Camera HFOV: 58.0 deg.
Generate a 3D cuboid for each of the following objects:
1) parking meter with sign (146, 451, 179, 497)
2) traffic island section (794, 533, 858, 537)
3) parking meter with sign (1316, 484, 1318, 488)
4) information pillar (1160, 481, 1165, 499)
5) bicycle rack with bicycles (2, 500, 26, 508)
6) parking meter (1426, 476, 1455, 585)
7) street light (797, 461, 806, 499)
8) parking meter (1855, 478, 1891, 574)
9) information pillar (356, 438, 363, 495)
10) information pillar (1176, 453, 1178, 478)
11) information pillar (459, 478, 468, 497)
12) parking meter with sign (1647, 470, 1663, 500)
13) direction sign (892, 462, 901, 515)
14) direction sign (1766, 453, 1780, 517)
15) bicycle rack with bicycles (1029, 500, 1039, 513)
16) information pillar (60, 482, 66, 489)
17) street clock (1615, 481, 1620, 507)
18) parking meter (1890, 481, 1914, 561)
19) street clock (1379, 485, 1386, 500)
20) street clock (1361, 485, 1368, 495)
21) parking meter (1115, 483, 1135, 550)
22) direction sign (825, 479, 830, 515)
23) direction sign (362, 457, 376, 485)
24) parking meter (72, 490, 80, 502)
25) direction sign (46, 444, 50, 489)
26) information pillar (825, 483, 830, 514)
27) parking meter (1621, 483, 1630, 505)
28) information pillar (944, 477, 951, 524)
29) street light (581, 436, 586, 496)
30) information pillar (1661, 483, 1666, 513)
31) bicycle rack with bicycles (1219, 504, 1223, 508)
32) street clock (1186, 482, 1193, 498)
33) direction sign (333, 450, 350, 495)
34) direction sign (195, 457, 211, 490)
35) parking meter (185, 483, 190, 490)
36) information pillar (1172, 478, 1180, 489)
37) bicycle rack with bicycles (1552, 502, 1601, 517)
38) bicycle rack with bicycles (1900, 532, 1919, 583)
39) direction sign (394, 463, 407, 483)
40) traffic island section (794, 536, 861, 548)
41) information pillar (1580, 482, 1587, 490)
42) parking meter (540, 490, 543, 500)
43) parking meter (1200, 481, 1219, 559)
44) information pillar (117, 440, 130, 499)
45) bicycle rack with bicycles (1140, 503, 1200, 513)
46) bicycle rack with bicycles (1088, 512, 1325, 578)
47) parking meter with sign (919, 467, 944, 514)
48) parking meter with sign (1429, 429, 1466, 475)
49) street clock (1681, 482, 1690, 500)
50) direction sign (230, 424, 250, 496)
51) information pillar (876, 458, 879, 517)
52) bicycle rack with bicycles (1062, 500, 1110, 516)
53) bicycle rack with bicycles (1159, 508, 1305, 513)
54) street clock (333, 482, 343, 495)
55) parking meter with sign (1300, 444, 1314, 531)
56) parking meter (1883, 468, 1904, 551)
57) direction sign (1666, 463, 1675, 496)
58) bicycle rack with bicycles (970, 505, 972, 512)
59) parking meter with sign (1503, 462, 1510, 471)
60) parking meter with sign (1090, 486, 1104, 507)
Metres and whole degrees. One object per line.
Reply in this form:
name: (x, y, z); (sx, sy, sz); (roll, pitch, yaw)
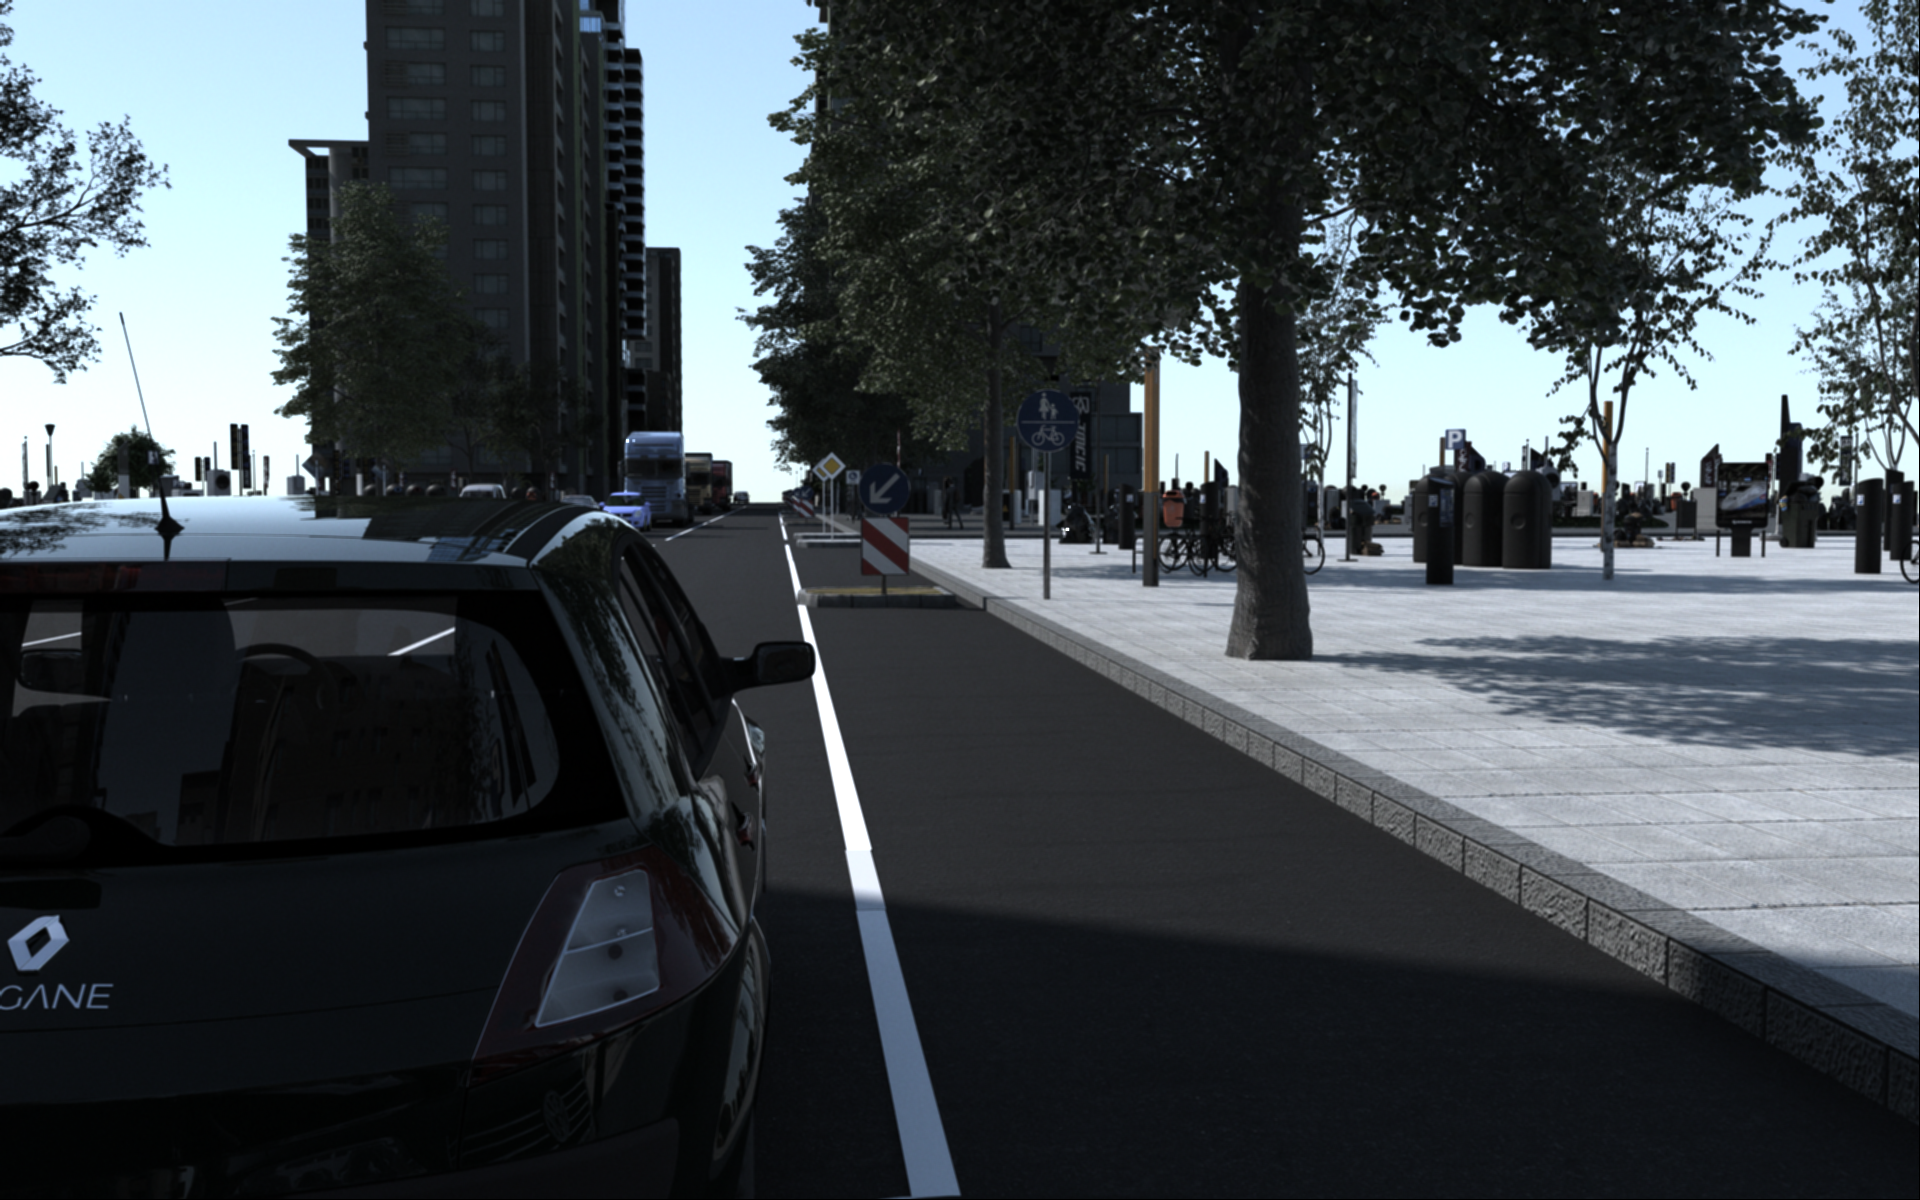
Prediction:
parking meter with sign: (-31.683, -4.472, 69.377); (1.738, 3.016, 0.543); (1, 4, 21)
traffic island section: (-4.315, -2.034, 55.538); (2.009, 0.180, 2.903); (0, 4, -6)
parking meter with sign: (26.827, -8.217, 130.605); (1.738, 3.016, 0.543); (-1, 4, -10)
information pillar: (11.799, -5.903, 101.008); (0.304, 2.012, 0.304); (0, 4, 3)
bicycle rack with bicycles: (-54.490, -5.218, 98.691); (2.852, 0.926, 2.925); (-2, 4, -23)
parking meter: (6.834, -0.992, 24.633); (0.372, 1.533, 0.369); (0, 3, 0)
street light: (-22.529, -16.690, 245.665); (0.468, 5.910, 1.993); (0, 4, -6)
parking meter: (14.676, -1.195, 27.956); (0.372, 1.533, 0.369); (0, 3, 0)
information pillar: (-24.679, -4.884, 71.215); (0.183, 3.616, 0.504); (-3, 5, -39)
information pillar: (12.417, -6.595, 99.187); (0.183, 3.616, 0.504); (1, 4, 11)
information pillar: (-22.406, -4.508, 78.198); (0.304, 2.012, 0.304); (-3, 5, -43)
parking meter with sign: (50.731, -8.029, 127.533); (1.738, 3.016, 0.543); (3, 5, 45)
direction sign: (-4.182, -7.650, 117.077); (0.876, 3.537, 0.379); (1, 4, 12)
direction sign: (45.030, -6.355, 95.893); (0.876, 3.537, 0.379); (0, 4, 8)
bicycle rack with bicycles: (5.542, -6.456, 118.933); (2.925, 0.926, 2.852); (-3, 5, -45)
information pillar: (-55.265, -6.255, 106.756); (0.304, 2.012, 0.304); (-2, 4, -30)
street clock: (35.483, -5.463, 93.882); (0.471, 2.002, 0.358); (-2, 4, -26)
parking meter: (18.246, -1.537, 33.545); (0.372, 1.533, 0.369); (0, 3, 0)
street clock: (32.526, -7.872, 133.284); (0.471, 2.002, 0.358); (-1, 4, -11)
street clock: (31.580, -7.991, 135.227); (0.471, 2.002, 0.358); (-2, 4, -29)
parking meter: (3.861, -1.936, 40.060); (0.372, 1.533, 0.369); (0, 3, 0)
direction sign: (-8.123, -6.959, 105.773); (0.379, 3.537, 0.876); (-1, 4, -14)
direction sign: (-35.817, -6.920, 105.146); (0.876, 3.537, 0.379); (-1, 4, -12)
parking meter: (-50.698, -5.562, 99.356); (0.372, 1.533, 0.369); (0, 3, 0)
direction sign: (-41.262, -5.286, 78.420); (0.379, 3.537, 0.876); (-1, 4, -22)
information pillar: (-8.619, -6.603, 112.446); (0.304, 2.012, 0.304); (2, 4, 31)
parking meter: (35.357, -5.278, 91.998); (0.399, 1.863, 0.255); (0, 4, -6)
information pillar: (-0.527, -4.248, 73.948); (0.304, 2.012, 0.304); (0, 4, 5)
street light: (-28.190, -9.622, 130.105); (0.468, 5.910, 1.993); (0, 4, -6)
information pillar: (47.594, -6.892, 117.174); (0.304, 2.012, 0.304); (2, 4, 27)
bicycle rack with bicycles: (12.592, -4.551, 87.789); (2.925, 0.926, 2.852); (3, 5, 43)
street clock: (13.667, -6.034, 103.226); (0.358, 2.002, 0.471); (-2, 4, -29)
direction sign: (-31.740, -5.928, 88.912); (0.876, 3.537, 0.379); (0, 4, 7)
direction sign: (-46.168, -6.952, 105.664); (0.876, 3.537, 0.379); (-1, 4, -11)
parking meter: (-42.102, -5.418, 94.294); (0.255, 1.863, 0.399); (-3, 4, -37)
information pillar: (10.055, -4.670, 80.839); (0.304, 2.012, 0.304); (1, 4, 21)
bicycle rack with bicycles: (39.568, -5.934, 110.409); (2.925, 0.926, 2.852); (0, 4, 5)
bicycle rack with bicycles: (14.726, -0.629, 23.670); (2.852, 0.926, 2.925); (0, 4, 1)
direction sign: (-40.412, -8.146, 125.189); (0.876, 3.537, 0.379); (-1, 4, -21)
traffic island section: (-3.468, -1.548, 47.598); (2.009, 0.180, 2.903); (0, 4, -6)
information pillar: (38.166, -6.211, 106.049); (0.304, 2.012, 0.304); (0, 4, 4)
parking meter: (-28.612, -6.705, 118.043); (0.372, 1.533, 0.369); (0, 3, 0)
parking meter: (4.940, -1.583, 34.294); (0.372, 1.533, 0.369); (0, 3, 0)
information pillar: (-36.188, -5.115, 74.977); (0.183, 3.616, 0.504); (2, 4, 30)
bicycle rack with bicycles: (8.764, -3.605, 72.331); (2.852, 0.926, 2.925); (0, 4, 0)
bicycle rack with bicycles: (4.066, -0.896, 28.024); (2.852, 0.926, 2.925); (-2, 4, -31)
parking meter with sign: (-1.747, -7.077, 111.965); (1.738, 3.016, 0.543); (-1, 4, -19)
parking meter with sign: (12.765, -3.041, 45.973); (0.543, 3.016, 1.738); (3, 5, 41)
street clock: (43.519, -6.075, 103.900); (0.471, 2.002, 0.358); (0, 4, 4)
direction sign: (-23.271, -3.916, 56.027); (0.379, 3.537, 0.876); (1, 4, 14)
information pillar: (-4.580, -6.281, 94.049); (0.504, 3.616, 0.183); (2, 4, 27)
bicycle rack with bicycles: (7.310, -5.464, 102.714); (2.925, 0.926, 2.852); (2, 4, 31)
bicycle rack with bicycles: (6.073, -1.390, 36.109); (2.852, 0.926, 2.925); (3, 5, 42)
street clock: (-36.170, -5.881, 100.730); (0.358, 2.002, 0.471); (3, 5, 42)
parking meter with sign: (11.984, -3.960, 61.005); (0.543, 3.016, 1.738); (0, 4, -1)
parking meter: (21.066, -2.038, 39.039); (0.399, 1.863, 0.255); (2, 4, 24)
direction sign: (51.323, -8.148, 125.213); (0.379, 3.537, 0.876); (-1, 4, -19)
bicycle rack with bicycles: (2.443, -6.516, 119.922); (2.925, 0.926, 2.852); (1, 4, 22)
parking meter with sign: (30.768, -6.063, 95.395); (1.738, 3.016, 0.543); (-1, 4, -19)
parking meter with sign: (9.949, -8.032, 127.579); (1.738, 3.016, 0.543); (0, 4, 8)
